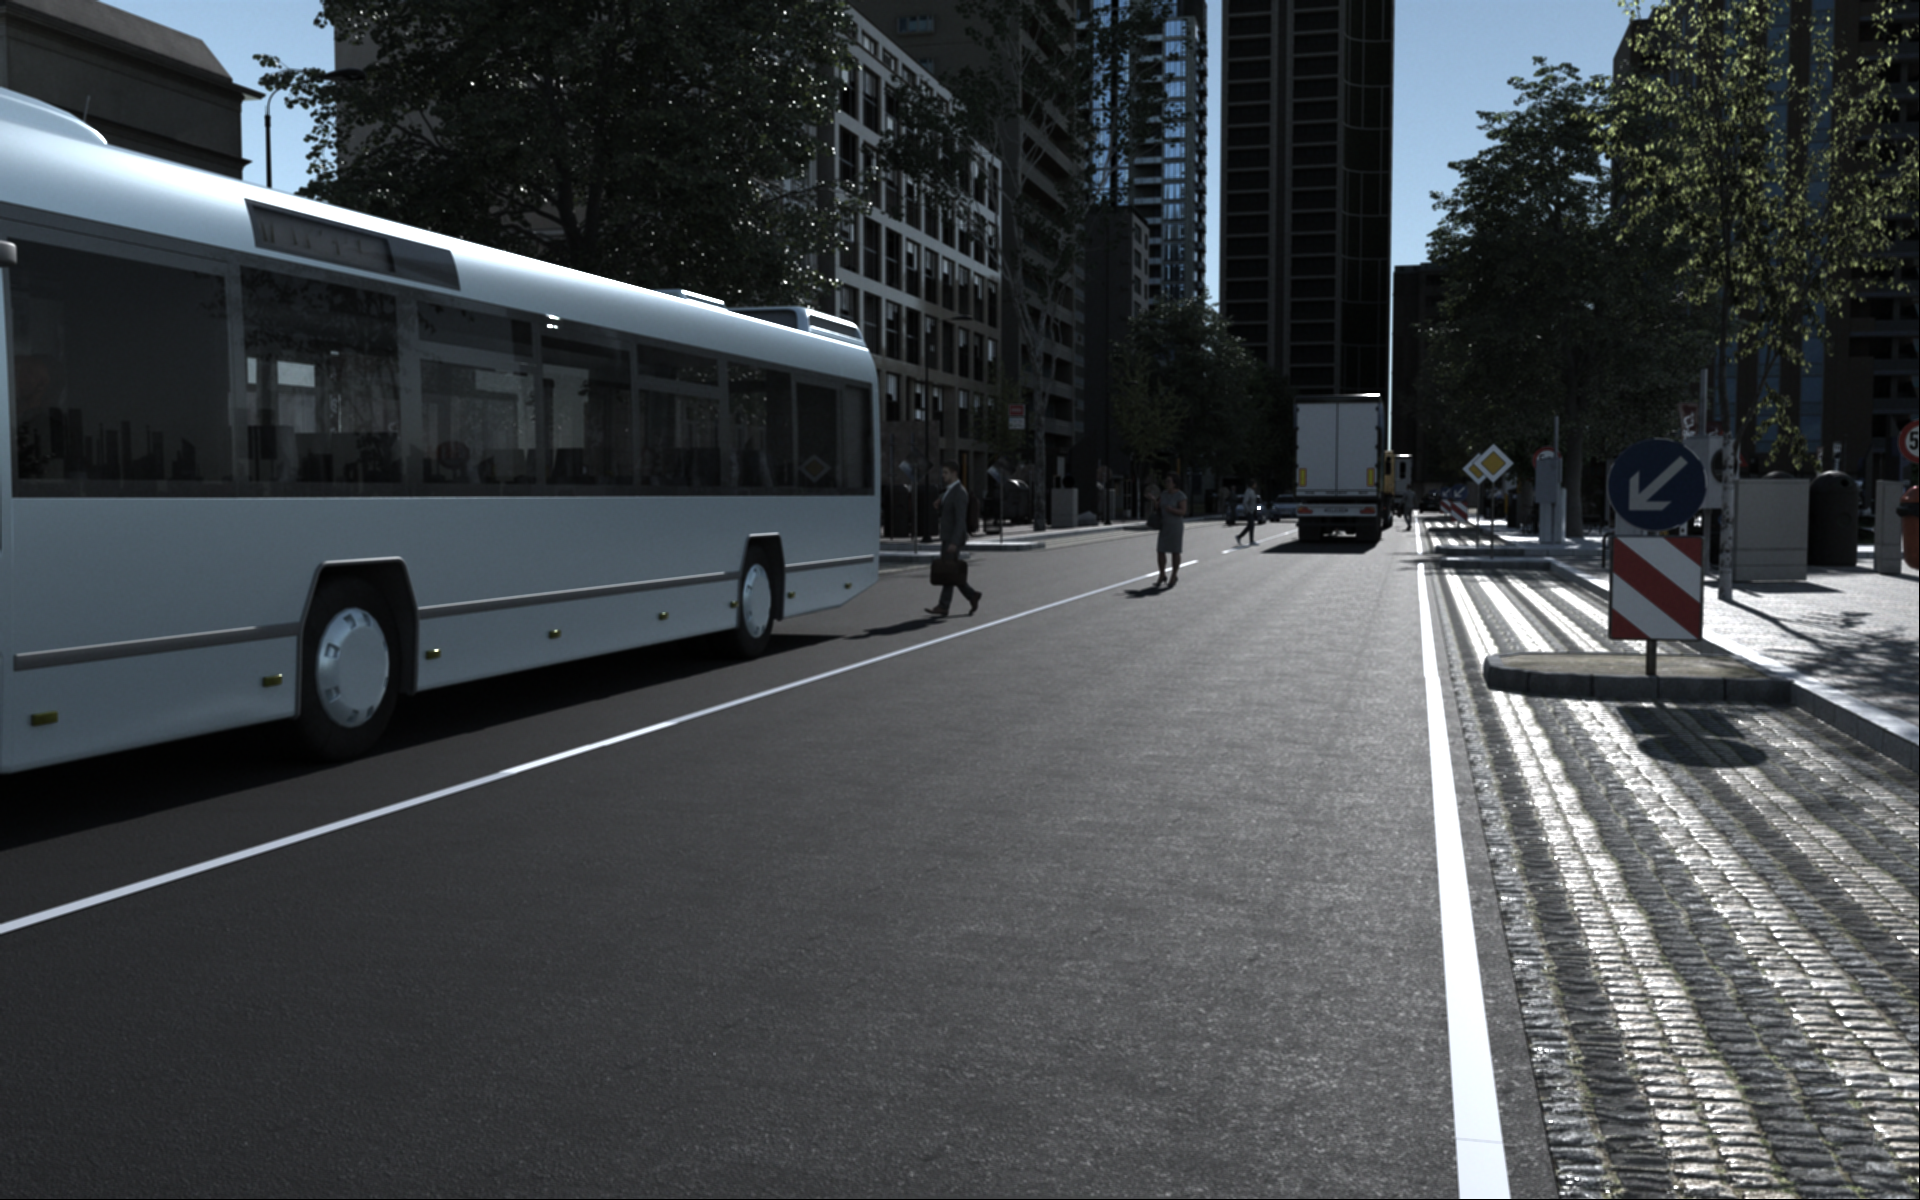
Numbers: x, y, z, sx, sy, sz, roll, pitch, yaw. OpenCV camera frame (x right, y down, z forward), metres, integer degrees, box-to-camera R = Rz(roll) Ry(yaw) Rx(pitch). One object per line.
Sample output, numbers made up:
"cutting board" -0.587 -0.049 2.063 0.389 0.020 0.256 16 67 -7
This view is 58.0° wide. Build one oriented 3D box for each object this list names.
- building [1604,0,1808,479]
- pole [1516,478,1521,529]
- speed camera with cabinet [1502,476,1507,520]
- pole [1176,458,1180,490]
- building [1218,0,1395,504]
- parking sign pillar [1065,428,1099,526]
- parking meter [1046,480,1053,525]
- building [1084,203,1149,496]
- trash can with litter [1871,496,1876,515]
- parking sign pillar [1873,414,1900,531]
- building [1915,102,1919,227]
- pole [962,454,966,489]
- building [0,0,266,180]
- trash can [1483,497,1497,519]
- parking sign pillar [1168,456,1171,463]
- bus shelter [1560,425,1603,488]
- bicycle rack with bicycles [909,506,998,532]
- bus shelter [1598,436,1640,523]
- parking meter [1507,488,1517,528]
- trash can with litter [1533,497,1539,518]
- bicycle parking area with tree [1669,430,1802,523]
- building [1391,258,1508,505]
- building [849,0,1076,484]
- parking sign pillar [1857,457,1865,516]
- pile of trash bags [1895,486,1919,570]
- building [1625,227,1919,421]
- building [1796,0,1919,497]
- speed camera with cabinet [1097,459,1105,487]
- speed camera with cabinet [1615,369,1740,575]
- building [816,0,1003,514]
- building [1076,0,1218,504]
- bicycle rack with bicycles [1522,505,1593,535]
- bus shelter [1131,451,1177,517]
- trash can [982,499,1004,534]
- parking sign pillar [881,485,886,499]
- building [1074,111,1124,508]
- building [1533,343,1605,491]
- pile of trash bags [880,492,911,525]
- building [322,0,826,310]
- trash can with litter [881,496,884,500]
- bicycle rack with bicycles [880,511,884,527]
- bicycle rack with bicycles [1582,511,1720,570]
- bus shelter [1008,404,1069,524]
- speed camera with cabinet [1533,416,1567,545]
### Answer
"building" 68.067 -31.196 160.159 14.600 45.320 14.200 1 4 15
"pole" 20.576 -4.275 63.734 0.158 3.312 0.155 0 3 0
"speed camera with cabinet" 27.393 -5.488 84.067 2.038 3.252 0.660 1 4 10
"pole" 12.405 -6.410 98.649 0.158 3.312 0.155 0 3 0
"building" 44.493 -47.911 221.604 20.611 71.187 20.563 1 4 15
"parking sign pillar" 4.909 -4.997 70.174 1.447 3.967 1.447 -2 4 -33
"parking meter" 3.746 -4.028 71.571 0.255 1.863 0.399 -1 4 -16
"building" 11.743 -24.756 176.458 14.107 30.474 14.160 1 4 15
"trash can with litter" 56.997 -5.905 107.927 0.624 1.170 1.055 2 4 27
"parking sign pillar" 31.995 -4.317 59.057 1.447 3.967 1.447 -3 5 -42
"building" 86.411 -43.649 151.909 20.611 71.187 20.563 1 4 15
"pole" 0.222 -5.717 87.317 0.158 3.312 0.155 0 3 0
"building" -50.360 -15.144 80.890 30.059 22.955 16.112 1 4 15
"trash can" 27.257 -4.740 89.155 0.748 1.137 0.748 0 3 0
"parking sign pillar" 13.491 -7.643 113.440 1.447 3.967 1.447 1 4 19
"bus shelter" 29.821 -6.510 84.064 2.179 5.291 8.768 1 4 15
"bicycle rack with bicycles" -0.562 -2.798 59.123 2.852 0.926 2.925 -1 4 -16
"bus shelter" 24.451 -4.216 62.850 2.014 3.302 5.546 1 4 15
"parking meter" 21.037 -3.518 65.931 0.372 1.533 0.369 0 3 0
"trash can with litter" 26.492 -4.120 78.756 1.055 1.170 0.624 1 4 14
"bicycle parking area with tree" 35.053 -5.595 78.478 8.231 4.147 9.016 2 4 25
"building" 60.789 -27.126 215.213 14.107 30.474 14.160 1 4 15
"building" -3.500 -31.242 134.507 21.300 48.544 21.600 1 4 15
"parking sign pillar" 47.985 -6.324 91.866 1.447 3.967 1.447 3 5 42
"pile of trash bags" 12.097 -0.574 19.135 3.447 1.369 1.912 0 4 -1
"building" 69.317 -17.938 138.327 27.650 21.520 28.899 1 4 15
"building" 56.712 -28.657 118.659 14.600 45.320 14.200 1 4 15
"speed camera with cabinet" 7.221 -6.375 98.567 2.038 3.252 0.660 2 4 30
"speed camera with cabinet" 11.191 -1.997 26.985 2.038 3.252 0.660 -2 4 -24
"building" -10.871 -18.097 100.395 19.350 26.468 34.151 1 4 15
"building" 19.237 -55.931 227.138 31.000 86.520 22.319 1 4 15
"bicycle rack with bicycles" 18.933 -2.546 55.012 2.852 0.926 2.925 3 5 43
"bus shelter" 10.972 -6.522 97.913 1.731 3.624 6.357 1 4 15
"trash can" 1.050 -2.669 55.287 0.748 1.137 0.748 0 3 0
"parking sign pillar" -3.051 -5.391 76.608 1.447 3.967 1.447 2 4 35
"building" -1.789 -28.526 158.283 32.217 40.220 23.993 1 4 15
"building" 83.316 -22.722 216.543 28.899 21.520 27.650 1 4 15
"pile of trash bags" -3.180 -3.777 71.514 3.447 1.369 1.912 2 4 26
"building" -15.052 -17.574 73.235 13.634 28.700 20.117 1 4 15
"trash can with litter" -2.782 -3.866 74.274 2.233 1.210 1.678 -1 4 -15
"bicycle rack with bicycles" -2.993 -3.242 66.389 2.925 0.926 2.852 1 4 12
"bicycle rack with bicycles" 12.382 -1.000 29.730 2.852 0.926 2.925 -1 4 -13
"bus shelter" 3.876 -6.228 79.463 2.179 5.291 8.768 1 4 15
"speed camera with cabinet" 15.226 -3.077 44.638 0.660 3.252 2.038 2 4 25
